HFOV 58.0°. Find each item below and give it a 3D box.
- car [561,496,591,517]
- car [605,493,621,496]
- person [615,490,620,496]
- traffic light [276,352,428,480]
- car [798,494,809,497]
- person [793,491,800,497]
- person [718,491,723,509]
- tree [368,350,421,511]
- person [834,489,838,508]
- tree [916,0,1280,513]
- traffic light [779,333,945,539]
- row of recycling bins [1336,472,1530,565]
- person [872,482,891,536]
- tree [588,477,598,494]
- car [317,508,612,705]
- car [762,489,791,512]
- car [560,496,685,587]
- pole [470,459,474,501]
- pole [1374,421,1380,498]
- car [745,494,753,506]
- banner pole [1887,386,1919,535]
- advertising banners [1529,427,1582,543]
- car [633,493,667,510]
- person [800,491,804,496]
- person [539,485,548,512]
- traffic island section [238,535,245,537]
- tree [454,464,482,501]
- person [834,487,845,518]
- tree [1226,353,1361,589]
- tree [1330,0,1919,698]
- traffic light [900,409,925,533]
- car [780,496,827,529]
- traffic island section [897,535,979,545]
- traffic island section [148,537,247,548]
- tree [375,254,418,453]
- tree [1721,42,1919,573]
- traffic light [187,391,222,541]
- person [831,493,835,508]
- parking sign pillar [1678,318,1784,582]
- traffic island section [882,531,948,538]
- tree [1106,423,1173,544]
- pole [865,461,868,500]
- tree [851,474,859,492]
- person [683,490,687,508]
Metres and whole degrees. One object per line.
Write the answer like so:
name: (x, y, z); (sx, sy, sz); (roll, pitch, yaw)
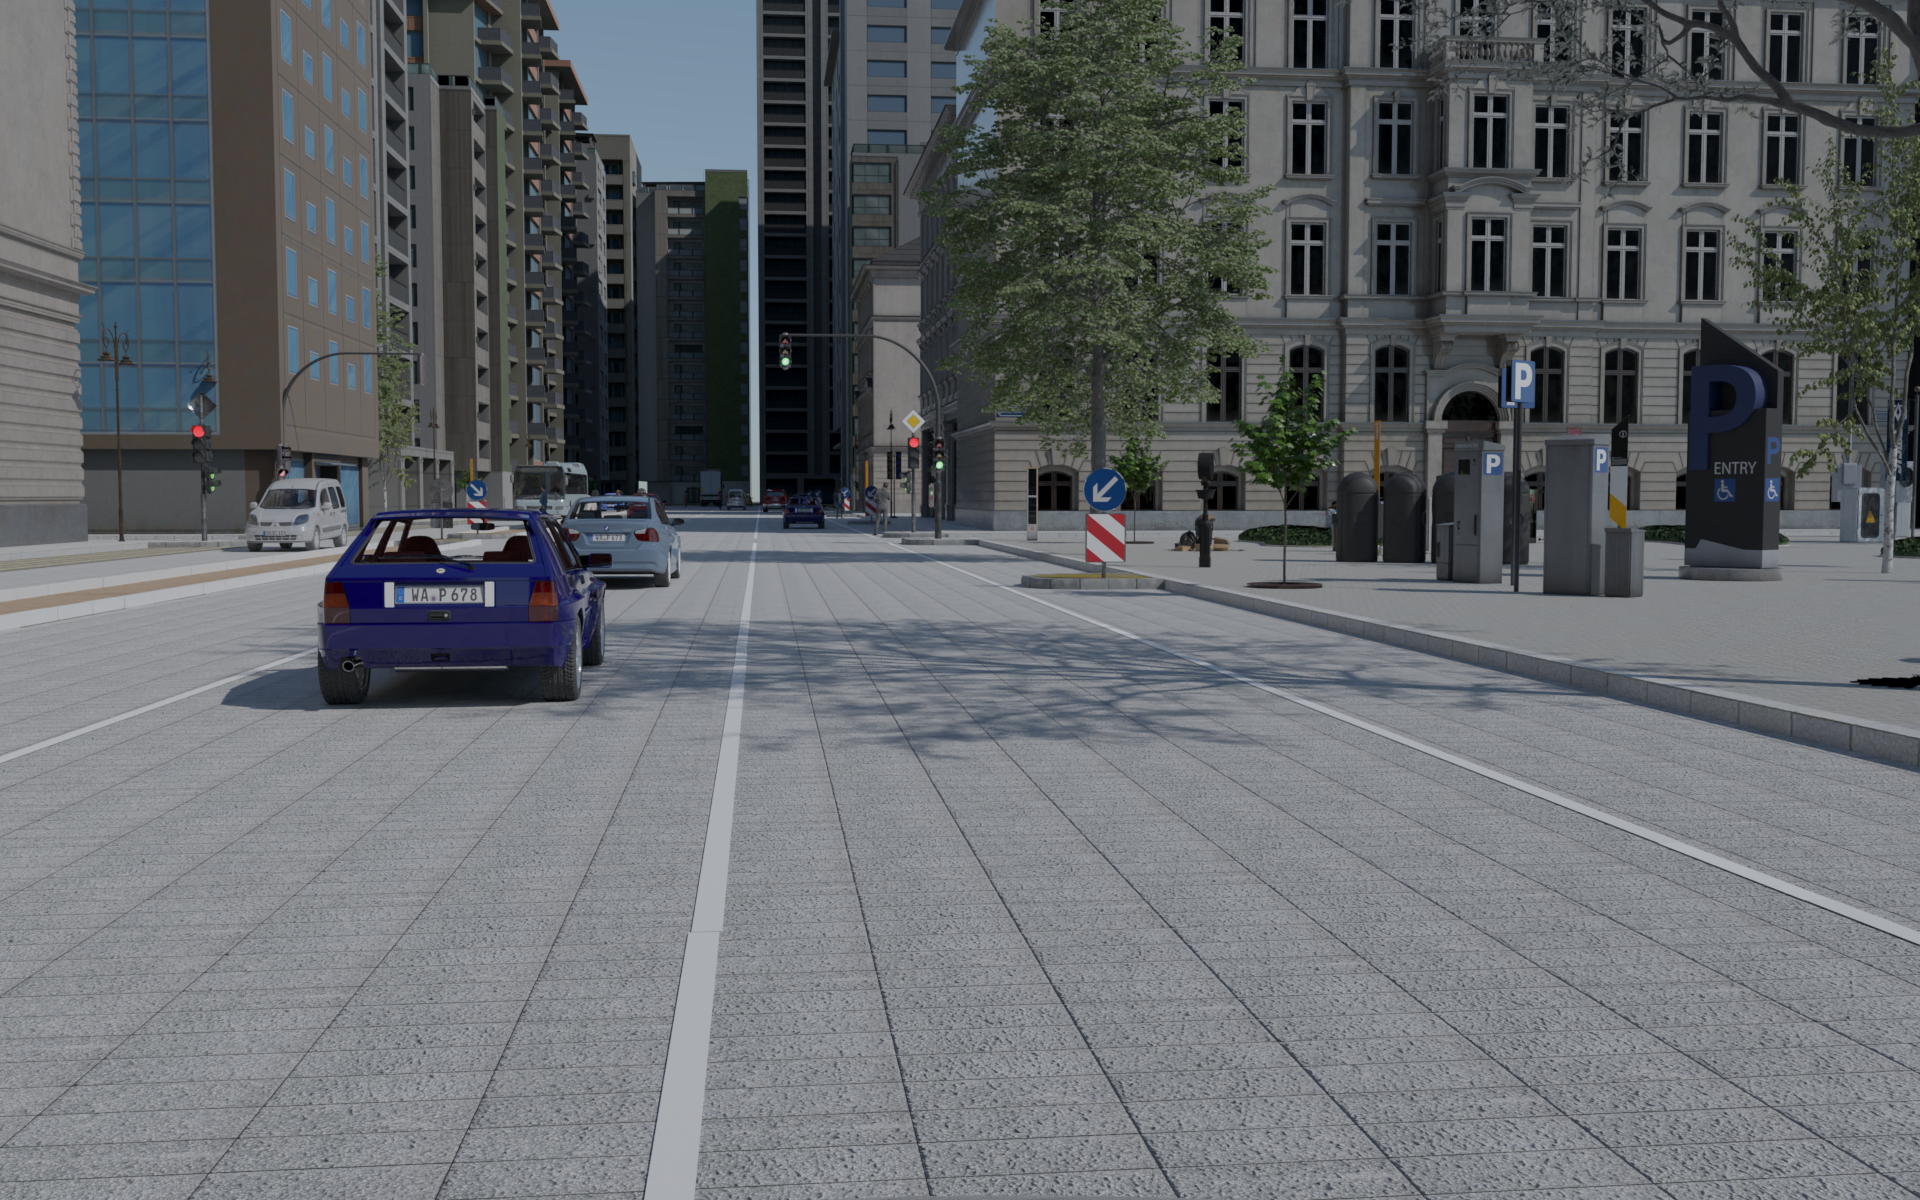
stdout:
car: (-23.928, -5.899, 108.816); (2.083, 1.381, 4.827); (0, 4, -5)
car: (-28.500, -8.099, 142.014); (1.945, 1.707, 3.694); (0, 4, -6)
person: (-26.048, -7.530, 132.335); (0.721, 1.743, 1.217); (-3, 5, -45)
traffic light: (-19.527, -4.947, 55.552); (4.771, 5.953, 1.251); (0, 4, -7)
car: (-18.222, -11.712, 201.081); (1.945, 1.707, 3.694); (0, 4, -7)
person: (-16.854, -10.374, 178.909); (1.217, 1.735, 0.721); (1, 4, 22)
person: (-22.206, -9.283, 160.993); (0.721, 1.735, 1.217); (0, 4, 7)
tree: (-27.776, -8.136, 83.379); (4.737, 8.622, 4.395); (0, 3, 0)
person: (-11.618, -9.557, 162.965); (0.551, 1.740, 0.621); (-1, 4, -20)
tree: (2.847, -7.203, 35.903); (7.486, 12.596, 7.792); (0, 3, 0)
traffic light: (-2.725, -4.563, 49.274); (4.771, 5.953, 1.251); (0, 4, -7)
row of recycling bins: (8.774, -1.538, 32.258); (3.534, 1.692, 1.069); (1, 4, 23)
person: (-2.716, -3.159, 59.953); (0.655, 1.846, 0.447); (0, 4, 2)
tree: (-40.186, -11.943, 189.872); (1.663, 3.219, 1.824); (0, 3, 0)
car: (-3.673, -0.039, 13.226); (1.945, 1.354, 3.894); (0, 4, -8)
car: (-14.551, -7.860, 137.176); (2.281, 1.827, 5.304); (0, 4, -5)
car: (-5.458, -0.968, 27.822); (2.014, 1.417, 4.499); (0, 4, -6)
pole: (-28.259, -6.507, 100.234); (0.158, 3.312, 0.155); (0, 3, 0)
pole: (11.595, -3.324, 48.193); (0.158, 3.312, 0.155); (0, 3, 0)
car: (-25.210, -11.778, 202.790); (2.015, 1.641, 3.980); (0, 4, -5)
banner pole: (22.016, -3.081, 40.392); (0.863, 3.779, 0.401); (1, 4, 13)
advertising banners: (15.432, -2.998, 45.204); (2.074, 3.025, 0.090); (-2, 4, -26)
car: (-16.529, -5.026, 91.221); (2.155, 1.783, 4.494); (0, 4, -7)
person: (-17.632, -11.282, 193.764); (0.742, 1.727, 0.445); (2, 4, 26)
person: (-17.140, -3.856, 71.570); (0.654, 1.822, 0.581); (0, 4, -7)
traffic island section: (-21.637, -2.026, 55.410); (2.009, 0.180, 2.903); (0, 4, -7)
tree: (-30.964, -7.037, 109.652); (1.663, 3.219, 1.824); (0, 3, 0)
person: (-6.961, -5.651, 100.876); (0.794, 1.824, 0.713); (1, 4, 8)
tree: (4.434, -1.792, 23.896); (1.663, 3.219, 1.824); (0, 3, 0)
tree: (6.652, -6.151, 10.936); (12.009, 13.543, 11.850); (0, 3, 0)
traffic light: (-1.567, -4.200, 57.586); (0.839, 4.253, 0.868); (0, 4, -7)
car: (-6.540, -3.665, 72.497); (1.945, 1.354, 3.894); (0, 4, -5)
traffic island section: (-0.616, -1.681, 49.771); (2.009, 0.180, 2.903); (0, 4, -7)
traffic island section: (-20.726, -1.541, 47.477); (2.009, 0.180, 2.903); (0, 4, -7)
tree: (-26.773, -9.447, 72.590); (7.486, 12.596, 7.792); (0, 3, 0)
tree: (14.960, -4.752, 28.053); (4.737, 8.622, 4.395); (0, 3, 0)
traffic light: (-20.685, -3.573, 47.346); (0.839, 4.253, 0.868); (0, 4, -7)
person: (-11.856, -9.650, 164.379); (0.990, 1.755, 0.434); (-3, 5, -39)
parking sign pillar: (11.608, -2.294, 25.987); (1.447, 3.967, 1.447); (-2, 4, -32)
traffic island section: (-1.526, -2.167, 57.704); (2.009, 0.180, 2.903); (0, 4, -7)
tree: (4.477, -3.080, 44.967); (1.663, 3.219, 1.824); (0, 3, 0)
pole: (-5.781, -6.928, 107.112); (0.158, 3.312, 0.155); (0, 3, 0)
tree: (-7.513, -8.565, 134.633); (1.663, 3.219, 1.824); (0, 3, 0)
person: (-29.261, -10.770, 184.594); (0.705, 1.824, 1.348); (-1, 4, -20)
